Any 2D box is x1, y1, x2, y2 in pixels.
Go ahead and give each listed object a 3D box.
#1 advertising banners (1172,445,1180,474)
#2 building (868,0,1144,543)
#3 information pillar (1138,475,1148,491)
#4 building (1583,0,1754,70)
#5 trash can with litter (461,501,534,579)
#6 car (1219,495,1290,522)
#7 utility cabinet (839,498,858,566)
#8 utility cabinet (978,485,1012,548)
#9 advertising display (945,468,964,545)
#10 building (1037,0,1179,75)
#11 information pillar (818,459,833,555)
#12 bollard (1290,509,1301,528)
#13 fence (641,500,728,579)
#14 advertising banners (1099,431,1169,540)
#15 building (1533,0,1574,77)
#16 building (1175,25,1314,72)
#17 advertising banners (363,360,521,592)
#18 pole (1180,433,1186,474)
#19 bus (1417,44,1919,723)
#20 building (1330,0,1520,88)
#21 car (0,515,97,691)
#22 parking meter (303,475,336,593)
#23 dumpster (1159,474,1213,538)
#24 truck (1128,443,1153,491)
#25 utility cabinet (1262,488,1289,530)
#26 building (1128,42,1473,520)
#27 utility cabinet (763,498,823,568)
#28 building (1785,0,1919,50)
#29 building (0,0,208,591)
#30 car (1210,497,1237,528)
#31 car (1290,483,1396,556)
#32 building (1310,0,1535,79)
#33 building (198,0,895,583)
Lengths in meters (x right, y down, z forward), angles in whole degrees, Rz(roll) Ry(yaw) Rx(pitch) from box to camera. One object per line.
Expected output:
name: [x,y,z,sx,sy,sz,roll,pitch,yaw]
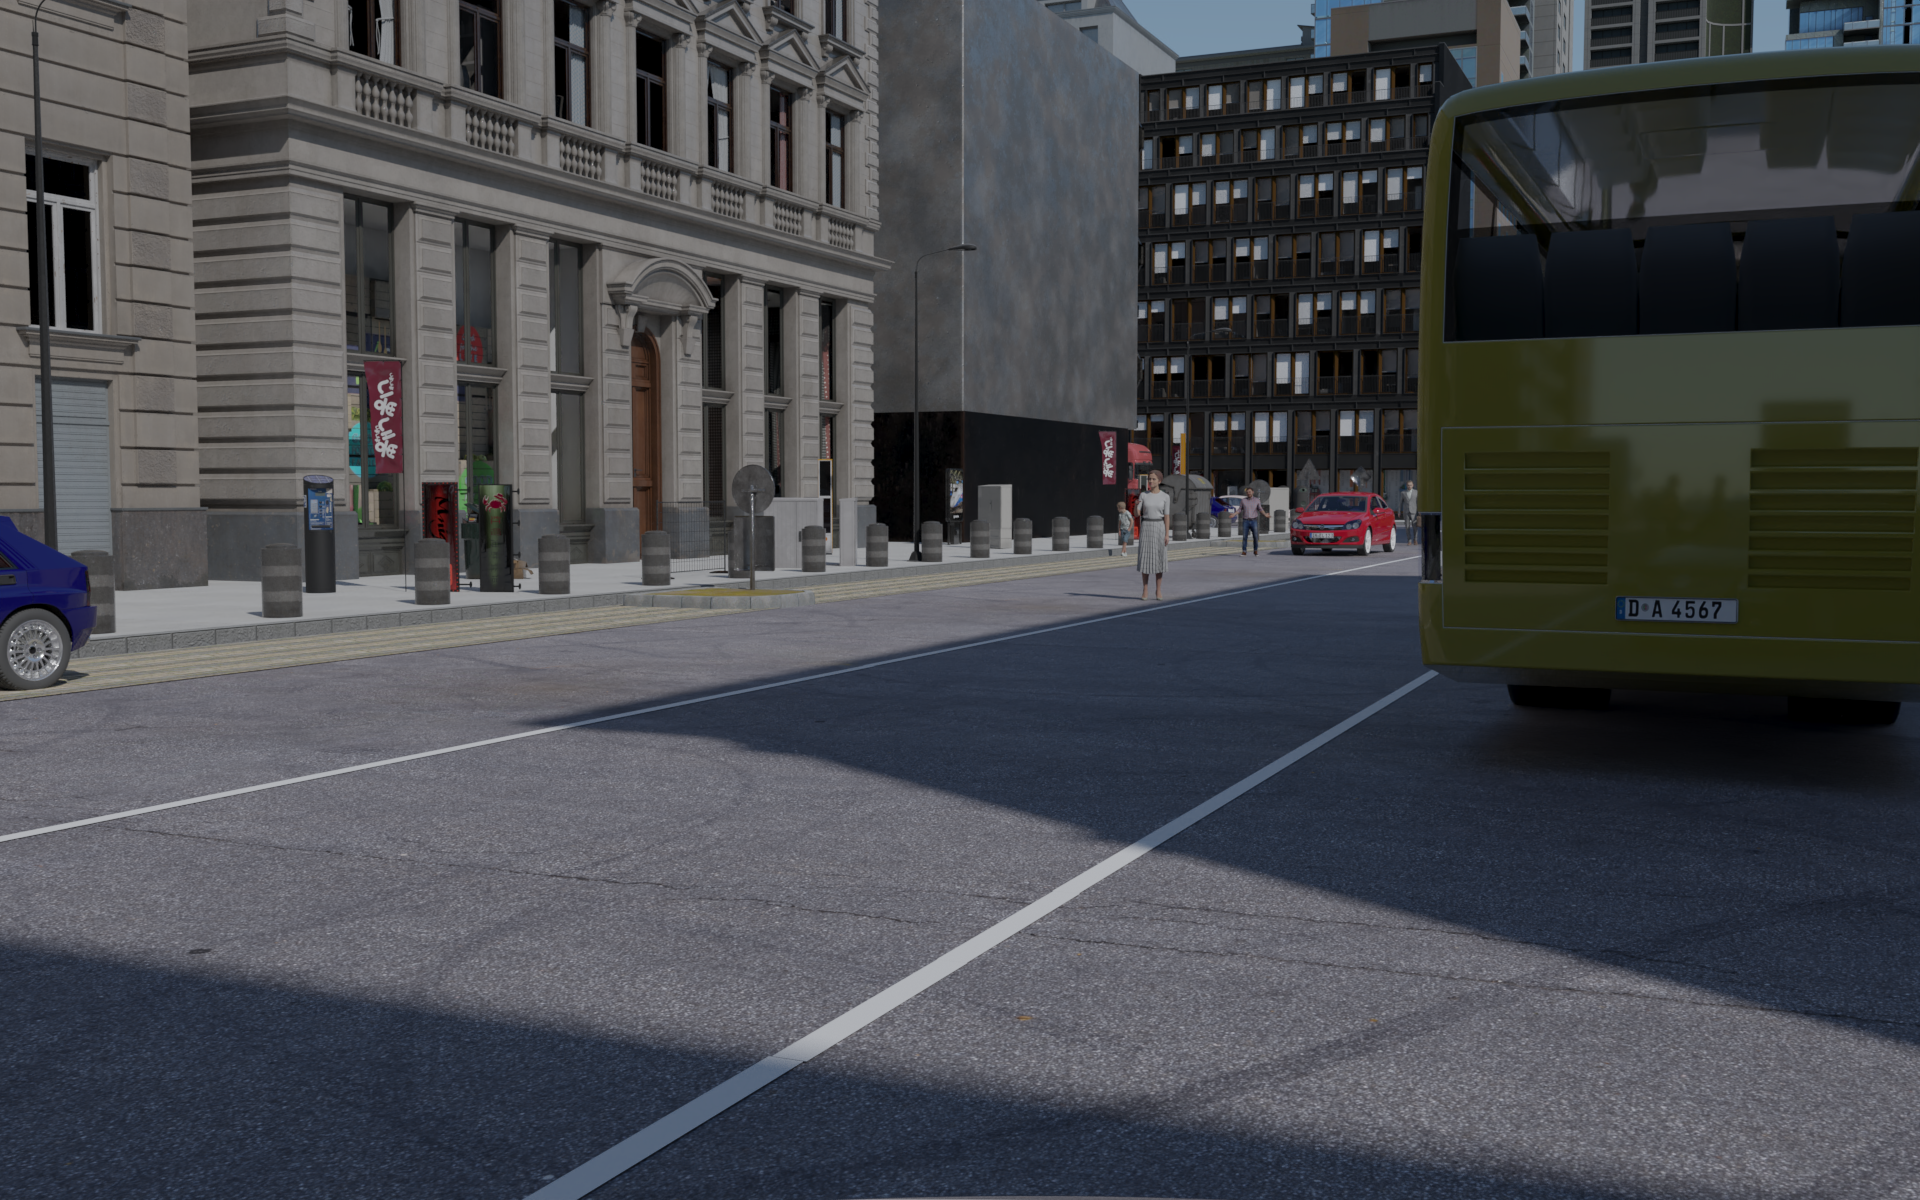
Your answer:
advertising banners: [7.251,-4.054,62.473,0.090,3.025,2.074,-3,5,-42]
building: [-4.144,-11.523,55.852,16.811,18.784,16.820,2,4,24]
information pillar: [6.934,-3.746,65.735,0.304,2.012,0.304,-1,4,-9]
building: [95.888,-48.776,235.732,20.611,71.187,20.563,2,4,24]
trash can with litter: [-7.016,-0.909,26.255,1.055,1.170,0.624,0,4,-6]
car: [12.867,-4.085,79.159,4.827,1.381,2.083,2,4,25]
utility cabinet: [-2.016,-1.226,31.210,0.306,1.237,1.020,0,4,-1]
utility cabinet: [0.808,-1.968,40.861,0.318,1.500,1.173,-2,4,-26]
advertising display: [-0.137,-2.367,43.919,0.123,1.923,0.974,1,4,21]
building: [-3.315,-19.800,101.217,29.804,29.767,11.434,2,4,24]
information pillar: [-2.850,-1.964,36.605,0.304,2.012,0.304,0,4,-5]
bollard: [11.603,-2.764,59.901,0.404,0.777,0.398,0,3,0]
fence: [-4.174,-0.967,27.008,0.480,1.192,2.264,1,4,21]
advertising banners: [4.849,-3.192,48.383,2.074,3.025,0.090,-1,4,-14]
building: [58.677,-46.564,199.576,20.611,71.187,20.563,2,4,24]
building: [34.930,-37.735,206.203,27.495,52.752,28.713,2,4,24]
advertising banners: [-6.765,-1.616,22.606,2.074,3.025,0.090,0,4,7]
pole: [7.471,-3.931,58.122,0.158,3.312,0.155,0,3,0]
bus: [6.042,-1.363,13.839,2.896,3.916,12.252,2,4,25]
building: [41.679,-30.868,154.794,14.600,45.320,14.200,2,4,24]
car: [-8.035,0.050,11.756,1.945,1.354,3.894,2,4,25]
parking meter: [-8.316,-0.861,22.492,0.372,1.533,0.369,0,3,0]
dumpster: [6.631,-2.775,51.129,1.264,1.857,1.865,2,4,24]
truck: [4.288,-5.759,83.080,11.283,4.237,2.839,2,4,25]
utility cabinet: [11.069,-3.188,60.807,1.173,1.500,0.318,-3,5,-44]
building: [18.068,-16.060,92.259,15.834,23.373,12.332,2,4,24]
utility cabinet: [-2.893,-1.153,30.019,1.020,1.237,0.306,1,4,18]
building: [119.919,-55.850,225.812,31.000,86.520,22.319,2,4,24]
building: [-20.560,-13.290,14.554,12.463,27.353,25.104,2,4,24]
car: [9.021,-3.461,69.173,3.894,1.354,1.945,2,4,26]
car: [9.247,-1.996,41.670,2.155,1.783,4.494,2,4,26]
building: [47.201,-52.789,175.778,22.319,86.520,31.000,2,4,24]
building: [-10.155,-12.586,34.655,11.050,23.489,19.941,2,4,24]
